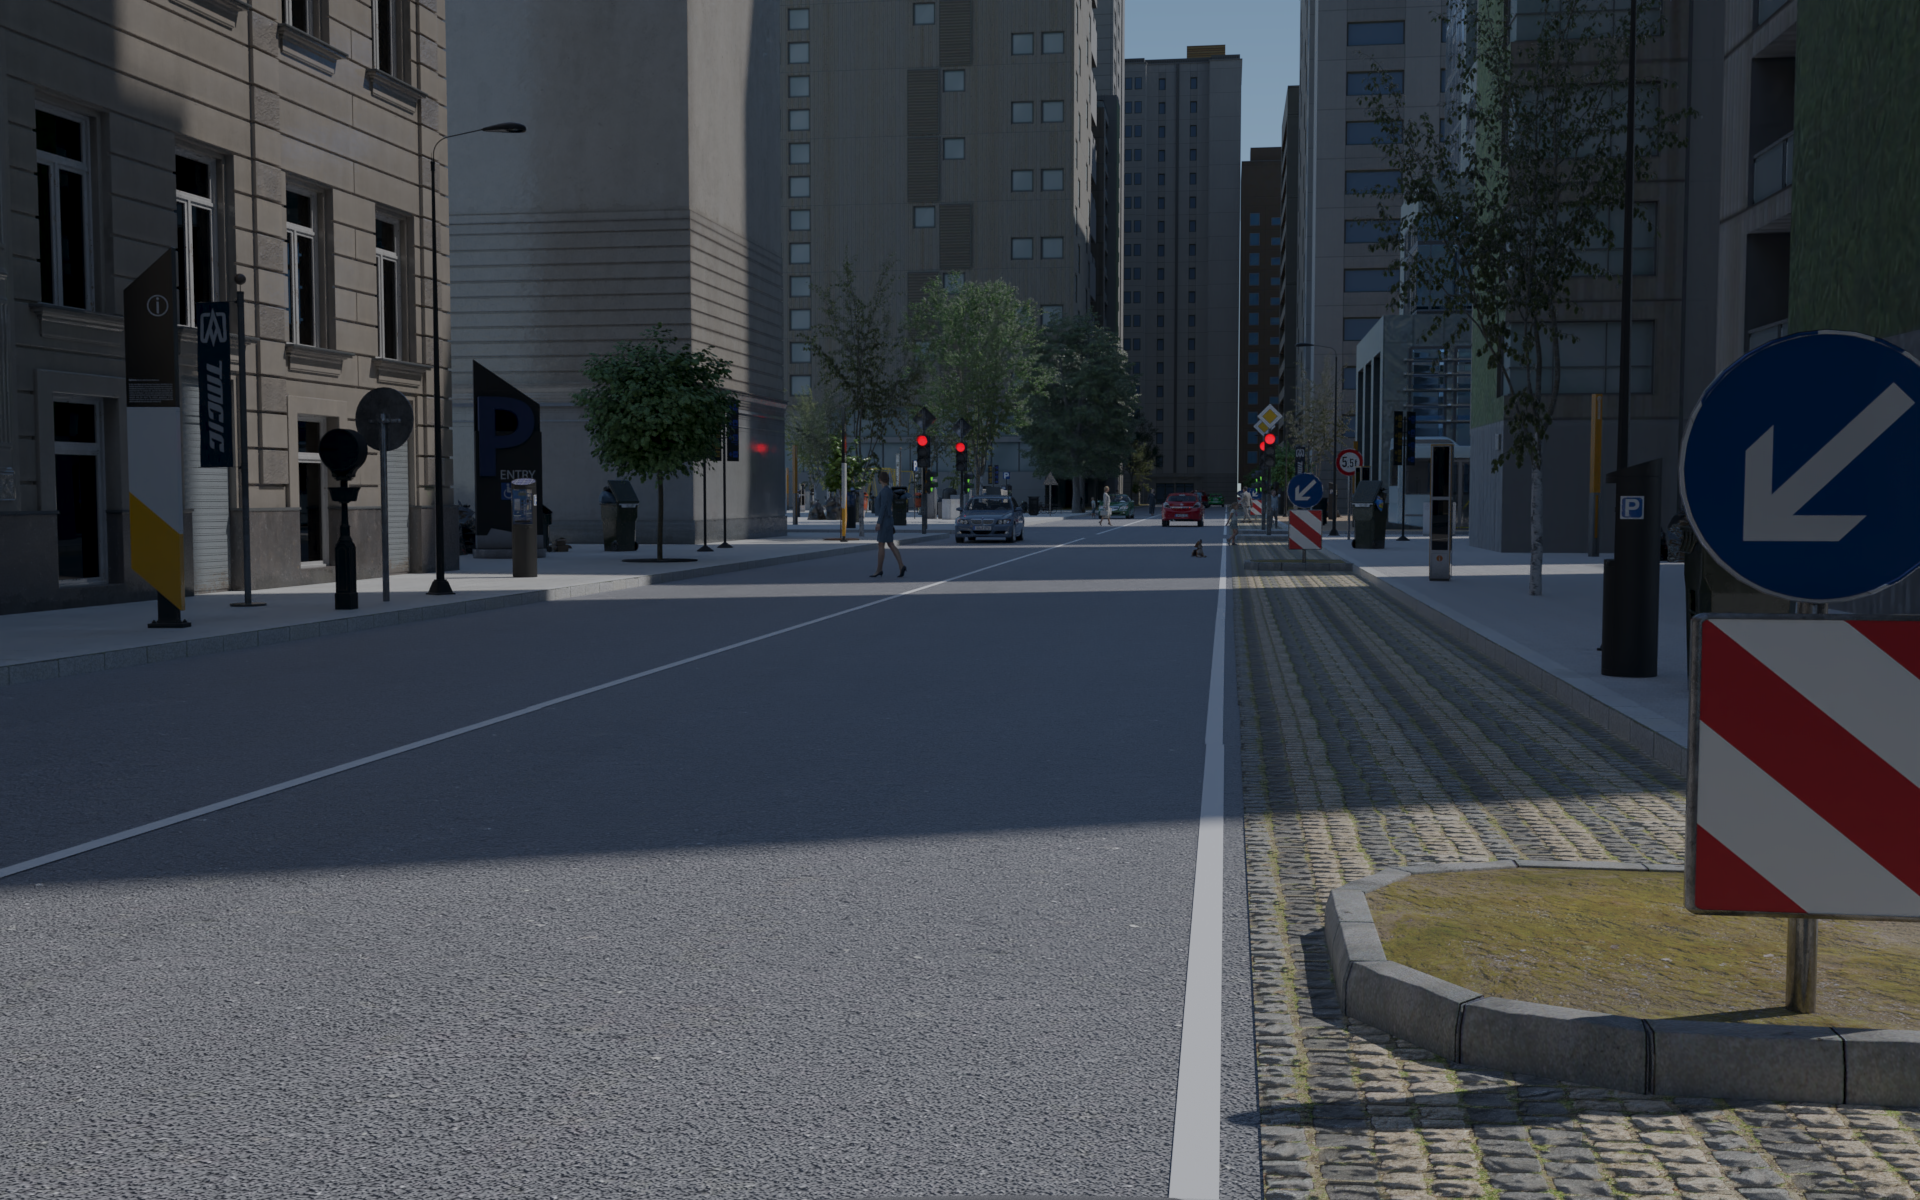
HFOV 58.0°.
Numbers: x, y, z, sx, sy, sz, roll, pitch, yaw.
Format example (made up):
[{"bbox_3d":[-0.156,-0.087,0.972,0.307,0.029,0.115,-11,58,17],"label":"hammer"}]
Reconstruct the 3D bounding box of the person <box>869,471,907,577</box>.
[{"bbox_3d":[-1.246,-1.298,29.738,0.654,1.822,0.581,2,4,30],"label":"person"}]

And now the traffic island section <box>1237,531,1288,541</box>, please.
[{"bbox_3d":[9.638,-1.938,53.961,2.009,0.180,2.903,1,4,9],"label":"traffic island section"}]

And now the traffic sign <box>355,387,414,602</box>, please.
[{"bbox_3d":[-6.861,-1.256,20.634,0.768,2.556,0.104,1,4,12],"label":"traffic sign"}]

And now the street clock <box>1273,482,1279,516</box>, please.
[{"bbox_3d":[18.662,-5.981,102.363,0.358,2.002,0.471,-1,4,-11],"label":"street clock"}]

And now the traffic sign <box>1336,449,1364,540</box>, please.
[{"bbox_3d":[10.915,-2.963,48.554,0.768,2.556,0.104,1,4,18],"label":"traffic sign"}]

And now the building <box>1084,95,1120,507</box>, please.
[{"bbox_3d":[8.465,-29.959,173.431,14.154,41.232,14.086,1,4,9],"label":"building"}]

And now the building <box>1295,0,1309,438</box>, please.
[{"bbox_3d":[43.420,-34.306,150.145,28.713,52.752,27.495,1,4,9],"label":"building"}]

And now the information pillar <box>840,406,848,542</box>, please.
[{"bbox_3d":[-3.105,-3.368,46.414,0.183,3.616,0.504,0,4,2],"label":"information pillar"}]

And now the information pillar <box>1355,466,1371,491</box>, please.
[{"bbox_3d":[10.614,-2.520,45.688,0.304,2.012,0.304,-1,4,-20],"label":"information pillar"}]

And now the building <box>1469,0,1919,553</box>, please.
[{"bbox_3d":[19.809,-21.940,42.309,14.154,41.232,14.086,1,4,9],"label":"building"}]

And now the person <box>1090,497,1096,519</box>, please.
[{"bbox_3d":[7.763,-5.370,100.980,0.332,1.250,0.352,-2,4,-27],"label":"person"}]

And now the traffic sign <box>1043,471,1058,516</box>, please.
[{"bbox_3d":[5.192,-6.093,99.617,0.884,2.594,0.081,1,4,13],"label":"traffic sign"}]

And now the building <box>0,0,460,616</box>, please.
[{"bbox_3d":[-15.861,-13.458,17.304,12.463,27.353,25.104,1,4,9],"label":"building"}]

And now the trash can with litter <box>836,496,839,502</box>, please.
[{"bbox_3d":[-8.536,-7.056,126.424,2.233,1.210,1.678,2,4,25],"label":"trash can with litter"}]

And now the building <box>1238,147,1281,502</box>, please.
[{"bbox_3d":[43.658,-35.217,225.905,14.200,45.320,14.600,1,4,9],"label":"building"}]

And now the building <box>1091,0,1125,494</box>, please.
[{"bbox_3d":[8.248,-46.685,201.559,20.611,71.187,20.563,1,4,9],"label":"building"}]

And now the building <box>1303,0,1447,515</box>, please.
[{"bbox_3d":[34.548,-35.286,118.932,21.231,58.520,28.212,1,4,9],"label":"building"}]

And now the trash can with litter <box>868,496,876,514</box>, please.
[{"bbox_3d":[-5.448,-6.241,113.429,0.624,1.170,1.055,3,5,45],"label":"trash can with litter"}]

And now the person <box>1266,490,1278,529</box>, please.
[{"bbox_3d":[12.297,-3.528,67.990,0.589,1.601,0.330,-1,4,-22],"label":"person"}]

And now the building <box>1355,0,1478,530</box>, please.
[{"bbox_3d":[32.234,-46.242,68.725,31.000,86.520,22.319,1,4,9],"label":"building"}]

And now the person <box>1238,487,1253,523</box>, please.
[{"bbox_3d":[14.001,-4.649,84.791,0.678,1.792,0.850,-3,5,-40],"label":"person"}]

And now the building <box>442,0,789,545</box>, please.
[{"bbox_3d":[-14.837,-12.244,49.348,18.267,20.994,9.793,1,4,9],"label":"building"}]

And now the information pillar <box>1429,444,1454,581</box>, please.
[{"bbox_3d":[7.105,-1.289,25.561,0.304,2.012,0.304,1,4,21],"label":"information pillar"}]

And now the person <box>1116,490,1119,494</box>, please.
[{"bbox_3d":[12.457,-7.802,136.402,0.599,1.781,0.374,0,4,8],"label":"person"}]

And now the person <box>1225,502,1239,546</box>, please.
[{"bbox_3d":[7.588,-2.125,48.259,0.382,1.210,0.505,1,4,14],"label":"person"}]

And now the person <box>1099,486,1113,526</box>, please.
[{"bbox_3d":[6.584,-4.246,78.279,0.624,1.780,0.694,1,4,19],"label":"person"}]

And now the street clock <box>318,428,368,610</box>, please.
[{"bbox_3d":[-6.828,-0.896,19.222,0.471,2.002,0.358,0,4,7],"label":"street clock"}]

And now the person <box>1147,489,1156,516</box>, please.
[{"bbox_3d":[12.642,-6.434,114.125,0.576,1.772,0.534,-1,4,-18],"label":"person"}]

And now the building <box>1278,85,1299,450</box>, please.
[{"bbox_3d":[47.256,-34.982,195.657,21.300,48.544,21.600,1,4,9],"label":"building"}]

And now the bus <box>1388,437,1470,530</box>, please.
[{"bbox_3d":[20.696,-3.718,55.650,13.247,3.499,2.948,0,4,7],"label":"bus"}]

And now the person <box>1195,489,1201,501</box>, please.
[{"bbox_3d":[18.127,-7.541,131.813,0.660,1.820,0.620,3,4,38],"label":"person"}]

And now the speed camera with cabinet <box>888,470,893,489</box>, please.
[{"bbox_3d":[-5.028,-8.861,139.205,0.660,3.252,2.038,-3,5,-44],"label":"speed camera with cabinet"}]

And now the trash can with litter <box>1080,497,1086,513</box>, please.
[{"bbox_3d":[8.144,-6.529,118.138,0.624,1.170,1.055,2,4,29],"label":"trash can with litter"}]

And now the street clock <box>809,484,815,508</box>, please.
[{"bbox_3d":[-11.698,-8.205,138.720,0.358,2.002,0.471,0,4,2],"label":"street clock"}]

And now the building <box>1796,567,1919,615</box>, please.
[{"bbox_3d":[17.166,-20.600,20.412,14.154,41.232,14.086,1,4,9],"label":"building"}]

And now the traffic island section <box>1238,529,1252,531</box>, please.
[{"bbox_3d":[10.855,-2.420,61.853,2.009,0.180,2.903,1,4,9],"label":"traffic island section"}]

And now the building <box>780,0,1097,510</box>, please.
[{"bbox_3d":[-2.157,-34.504,153.386,28.713,52.752,27.495,1,4,9],"label":"building"}]

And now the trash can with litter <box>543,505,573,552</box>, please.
[{"bbox_3d":[-9.162,-1.648,38.335,0.624,1.170,1.055,3,5,41],"label":"trash can with litter"}]

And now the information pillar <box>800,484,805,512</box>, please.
[{"bbox_3d":[-11.410,-7.389,125.297,0.304,2.012,0.304,-2,4,-27],"label":"information pillar"}]

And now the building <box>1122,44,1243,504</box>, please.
[{"bbox_3d":[23.282,-42.232,232.499,28.212,58.520,21.231,1,4,9],"label":"building"}]

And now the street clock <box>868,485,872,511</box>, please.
[{"bbox_3d":[-6.932,-7.901,133.749,0.358,2.002,0.471,0,4,-6],"label":"street clock"}]

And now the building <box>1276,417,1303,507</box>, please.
[{"bbox_3d":[42.603,-45.020,174.332,20.563,71.187,20.611,1,4,9],"label":"building"}]

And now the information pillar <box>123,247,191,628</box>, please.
[{"bbox_3d":[-7.679,-1.540,16.536,0.504,3.616,0.183,0,3,0],"label":"information pillar"}]
